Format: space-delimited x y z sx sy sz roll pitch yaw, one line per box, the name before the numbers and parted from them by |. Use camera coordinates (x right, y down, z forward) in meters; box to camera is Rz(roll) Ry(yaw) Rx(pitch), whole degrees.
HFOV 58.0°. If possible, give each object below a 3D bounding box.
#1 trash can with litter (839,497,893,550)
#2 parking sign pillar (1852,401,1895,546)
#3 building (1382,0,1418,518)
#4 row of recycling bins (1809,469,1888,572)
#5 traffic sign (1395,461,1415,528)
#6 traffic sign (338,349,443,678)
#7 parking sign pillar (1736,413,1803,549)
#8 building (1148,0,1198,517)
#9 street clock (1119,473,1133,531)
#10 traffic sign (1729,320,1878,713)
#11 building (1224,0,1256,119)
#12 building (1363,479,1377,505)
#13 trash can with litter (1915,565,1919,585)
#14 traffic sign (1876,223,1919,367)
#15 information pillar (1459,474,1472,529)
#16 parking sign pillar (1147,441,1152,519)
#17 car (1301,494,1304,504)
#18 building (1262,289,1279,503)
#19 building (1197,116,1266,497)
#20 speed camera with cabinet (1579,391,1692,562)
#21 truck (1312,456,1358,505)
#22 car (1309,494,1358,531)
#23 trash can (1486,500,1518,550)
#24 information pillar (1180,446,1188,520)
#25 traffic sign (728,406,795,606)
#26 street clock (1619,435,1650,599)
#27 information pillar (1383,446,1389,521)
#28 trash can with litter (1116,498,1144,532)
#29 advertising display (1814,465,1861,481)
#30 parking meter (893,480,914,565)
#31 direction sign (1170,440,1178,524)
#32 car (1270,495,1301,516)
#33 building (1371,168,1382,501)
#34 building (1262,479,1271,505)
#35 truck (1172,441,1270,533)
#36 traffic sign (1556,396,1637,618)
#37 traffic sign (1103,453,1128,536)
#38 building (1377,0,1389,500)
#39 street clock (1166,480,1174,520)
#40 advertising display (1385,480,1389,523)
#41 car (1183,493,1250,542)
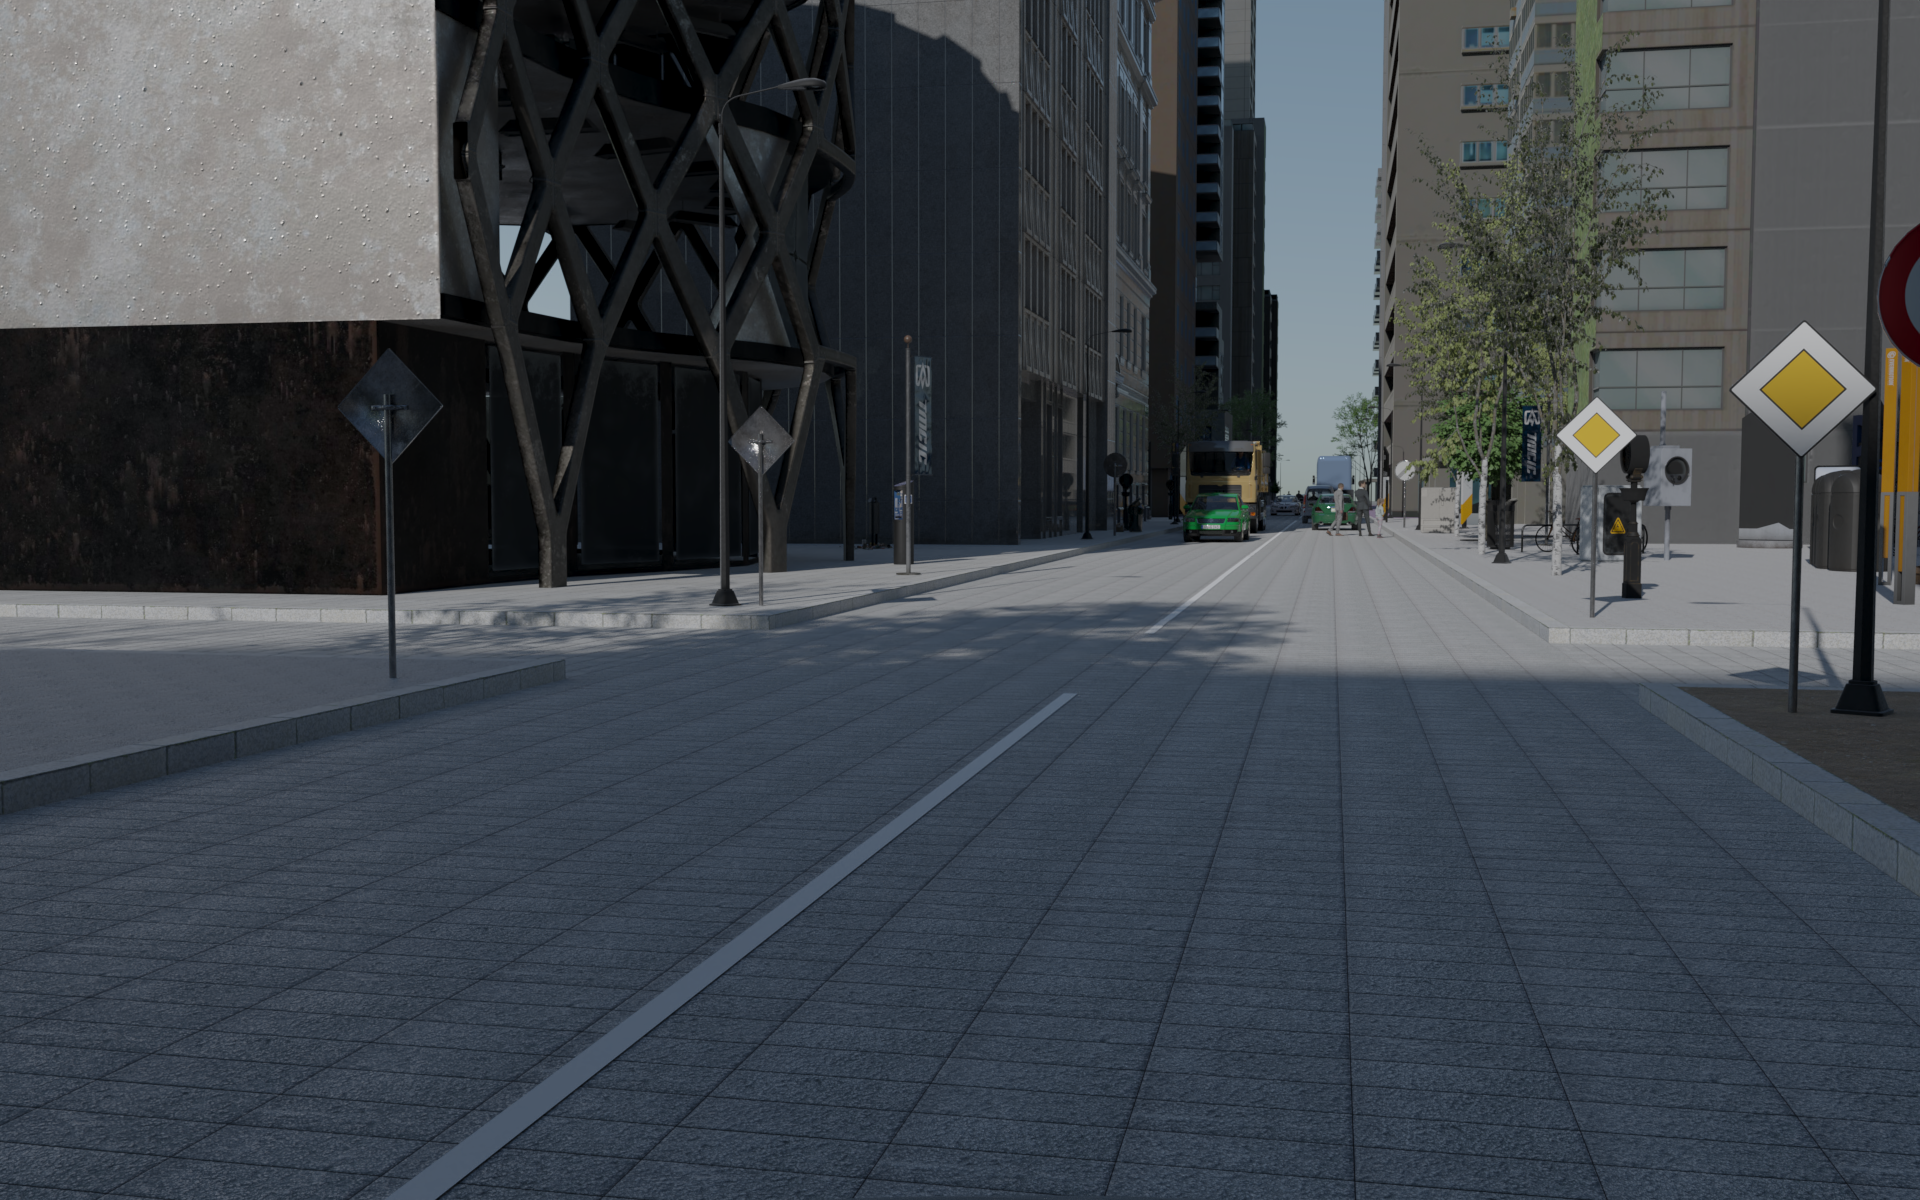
trash can with litter | -2.192 -1.822 40.840 1.678 1.210 2.233 0 4 8
parking sign pillar | 22.195 -3.286 42.204 1.447 3.967 1.447 1 4 9
building | 36.264 -29.215 101.372 21.300 48.544 21.600 1 4 12
row of recycling bins | 15.355 -1.401 30.026 1.069 1.692 3.534 1 4 20
traffic sign | 16.989 -4.039 66.144 0.768 2.556 0.104 1 4 20
traffic sign | -3.953 -0.512 12.018 0.795 2.450 0.064 1 4 12
parking sign pillar | 19.347 -3.230 41.277 1.447 3.967 1.447 -3 5 -44
building | 6.403 -27.611 101.546 14.600 45.320 14.200 1 4 12
street clock | 5.795 -3.421 60.509 0.471 2.002 0.358 0 4 -7
traffic sign | 4.887 -0.396 10.110 0.795 2.450 0.064 1 4 12
building | 29.871 -48.113 224.896 20.563 71.187 20.611 1 4 12
building | 63.638 -31.164 201.405 32.217 40.220 23.993 1 4 12
trash can with litter | 13.819 -0.788 24.276 0.624 1.170 1.055 -2 4 -34
traffic sign | 4.481 -0.466 7.719 0.768 2.556 0.104 1 4 21
information pillar | 18.770 -4.453 64.156 0.504 3.616 0.183 -2 4 -28
parking sign pillar | 8.973 -6.062 87.590 1.447 3.967 1.447 -1 4 -20
car | 44.259 -12.958 223.867 2.014 1.417 4.499 1 4 10
building | 37.105 -28.784 242.313 14.160 30.474 14.107 1 4 12
building | 24.981 -30.619 184.207 14.154 41.232 14.086 1 4 12
speed camera with cabinet | 12.881 -2.363 32.979 2.038 3.252 0.660 -1 4 -14
truck | 25.254 -7.736 116.243 2.967 4.110 18.799 1 4 11
car | 15.095 -3.541 69.686 2.131 1.459 4.920 1 4 12
trash can | 12.493 -1.735 40.019 0.748 1.137 0.748 0 3 0
information pillar | 10.890 -5.680 84.220 0.183 3.616 0.504 -2 4 -27
traffic sign | -2.280 -0.990 19.827 0.795 2.450 0.064 1 4 12
street clock | 8.280 -1.023 21.295 0.358 2.002 0.471 0 4 5
information pillar | 20.636 -5.661 83.913 0.183 3.616 0.504 -1 4 -11
trash can with litter | 5.680 -2.875 58.393 1.055 1.170 0.624 0 4 6
advertising display | 19.672 -2.056 38.835 0.974 1.923 0.123 2 4 33
parking meter | -1.026 -1.415 31.542 0.372 1.533 0.369 0 3 0
direction sign | 9.065 -4.960 73.097 0.379 3.537 0.876 2 4 24
car | 21.921 -6.369 116.492 2.083 1.381 4.827 1 4 14
building | 66.049 -37.236 228.409 23.786 49.044 30.456 1 4 12
building | 20.368 -31.362 204.656 32.217 40.220 23.993 1 4 12
truck | 10.097 -4.242 65.280 3.469 3.379 9.791 1 4 13
traffic sign | 6.560 -0.873 17.919 0.795 2.450 0.064 1 4 12
traffic sign | 4.752 -3.244 53.139 0.768 2.556 0.104 1 4 21
building | 46.671 -37.026 147.375 21.231 58.520 28.212 1 4 12
street clock | 10.582 -5.041 86.993 0.471 2.002 0.358 1 4 13
advertising display | 19.325 -4.476 78.402 0.123 1.923 0.974 1 4 14
car | 7.854 -2.694 52.845 1.959 1.807 4.718 1 4 13
